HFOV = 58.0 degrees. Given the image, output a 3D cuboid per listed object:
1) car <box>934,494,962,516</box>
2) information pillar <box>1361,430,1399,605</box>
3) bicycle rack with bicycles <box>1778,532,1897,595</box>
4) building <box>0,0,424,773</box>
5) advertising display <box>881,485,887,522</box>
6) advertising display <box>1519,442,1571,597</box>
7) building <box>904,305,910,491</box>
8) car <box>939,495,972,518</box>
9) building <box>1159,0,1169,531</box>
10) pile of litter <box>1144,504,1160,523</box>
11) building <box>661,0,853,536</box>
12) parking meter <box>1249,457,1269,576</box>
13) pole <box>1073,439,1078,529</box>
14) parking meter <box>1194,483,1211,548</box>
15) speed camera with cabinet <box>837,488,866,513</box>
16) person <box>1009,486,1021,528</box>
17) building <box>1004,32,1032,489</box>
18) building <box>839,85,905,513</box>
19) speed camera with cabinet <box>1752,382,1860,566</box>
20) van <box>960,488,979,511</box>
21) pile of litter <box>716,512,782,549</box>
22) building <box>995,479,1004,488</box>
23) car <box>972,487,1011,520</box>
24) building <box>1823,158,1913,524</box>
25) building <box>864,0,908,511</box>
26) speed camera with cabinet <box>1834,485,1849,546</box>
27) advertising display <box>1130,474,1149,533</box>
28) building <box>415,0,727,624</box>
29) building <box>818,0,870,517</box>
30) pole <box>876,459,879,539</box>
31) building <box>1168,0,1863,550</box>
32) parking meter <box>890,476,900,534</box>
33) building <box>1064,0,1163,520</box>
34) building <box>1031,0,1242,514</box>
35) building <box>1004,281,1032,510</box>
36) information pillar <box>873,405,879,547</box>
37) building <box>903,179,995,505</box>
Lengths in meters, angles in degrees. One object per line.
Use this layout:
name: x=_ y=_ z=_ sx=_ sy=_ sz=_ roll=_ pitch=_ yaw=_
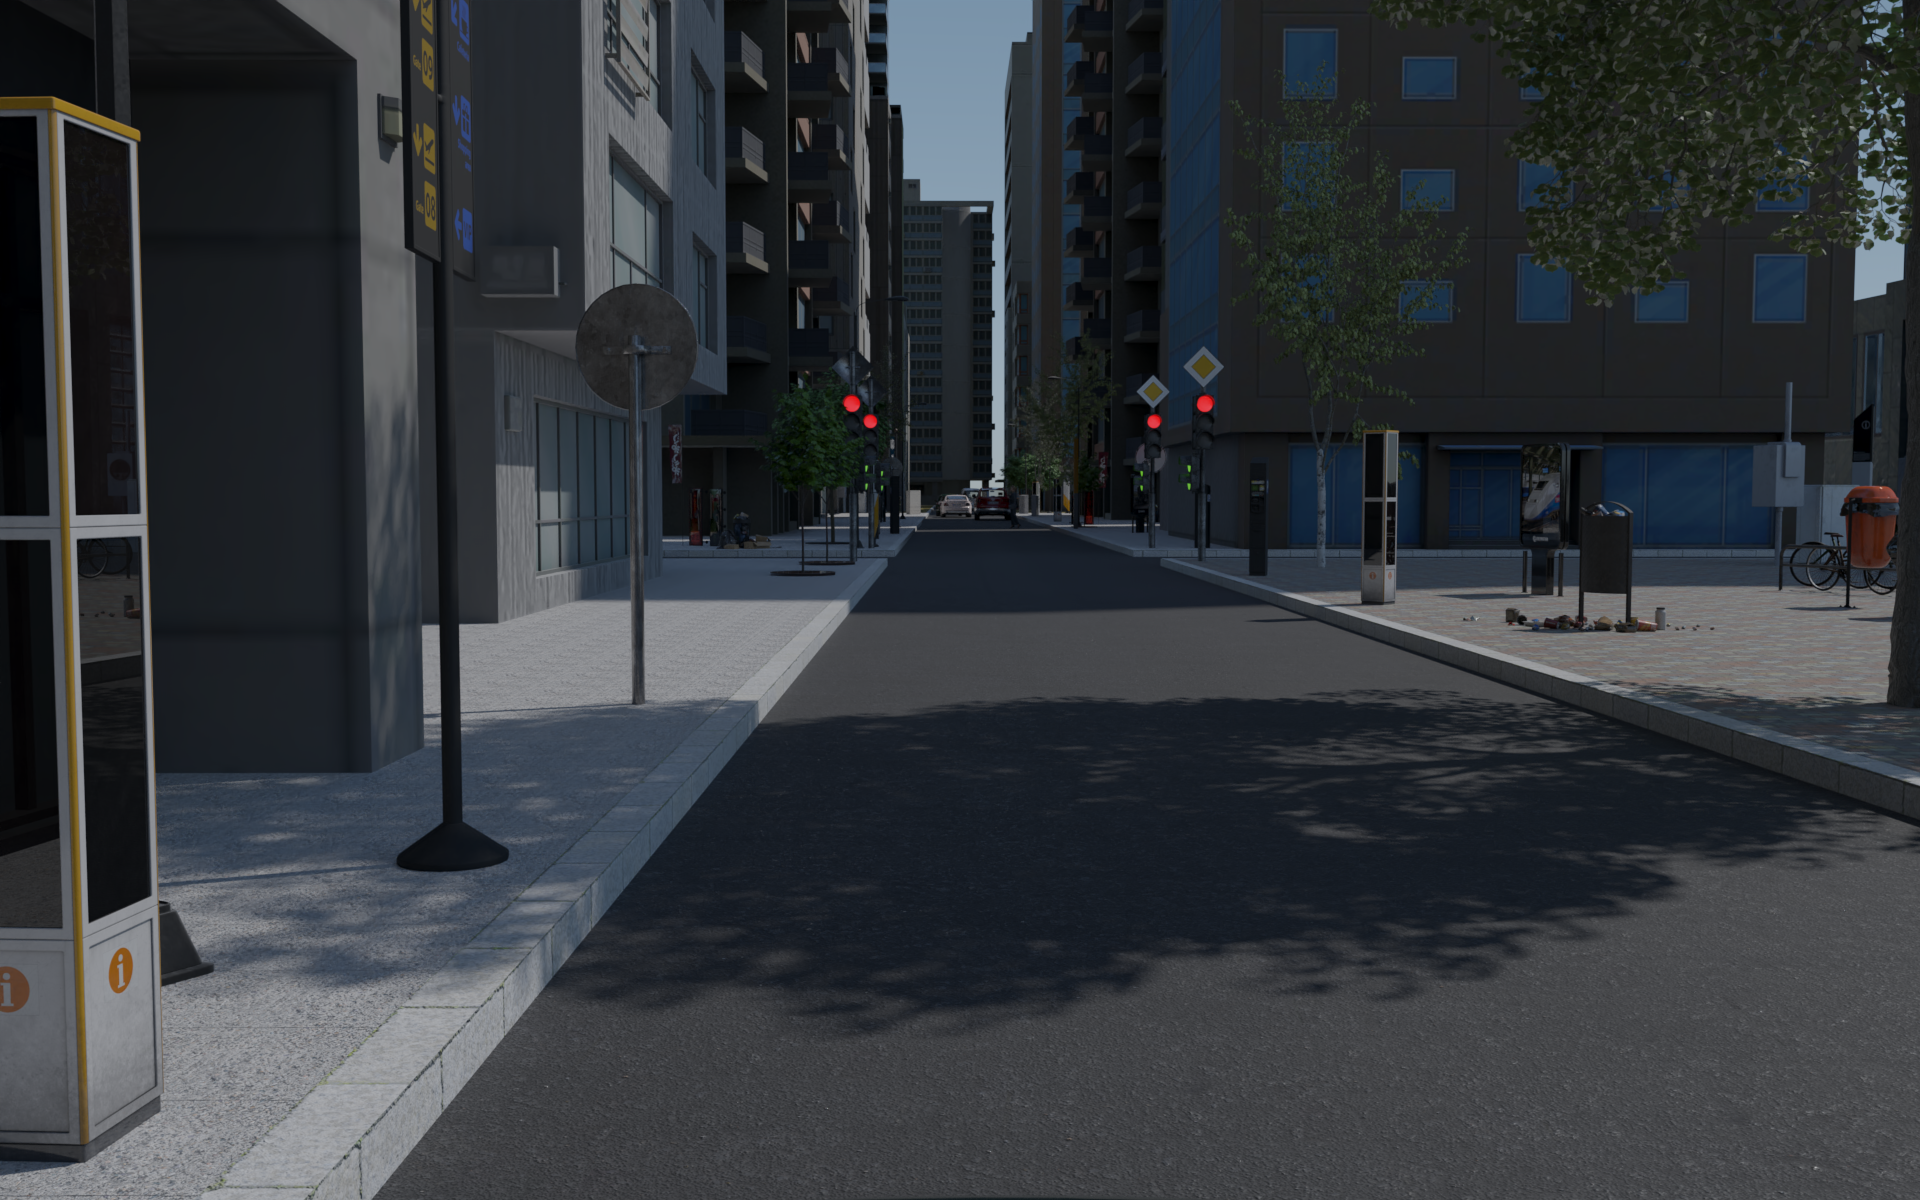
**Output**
car: x=-0.696 y=-6.344 z=113.505 sx=2.009 sy=1.686 sz=4.222 roll=0 pitch=4 yaw=0
information pillar: x=4.874 y=-0.956 z=20.123 sx=0.304 sy=2.012 sz=0.304 roll=3 pitch=5 yaw=41
bicycle rack with bicycles: x=12.131 y=-0.575 z=22.789 sx=2.852 sy=0.926 sz=2.925 roll=-2 pitch=4 yaw=-25
building: x=-12.875 y=-34.479 z=1.990 sx=20.563 sy=71.187 sz=20.611 roll=0 pitch=4 yaw=0
advertising display: x=-3.506 y=-4.553 z=79.649 sx=0.123 sy=1.923 sz=0.974 roll=-1 pitch=4 yaw=-11
advertising display: x=7.431 y=-1.029 z=22.045 sx=0.123 sy=1.923 sz=0.974 roll=-1 pitch=4 yaw=-12
building: x=-19.919 y=-20.348 z=177.722 sx=28.899 sy=21.520 sz=27.650 roll=0 pitch=4 yaw=0
car: x=-0.255 y=-5.790 z=107.033 sx=2.083 sy=1.381 sz=4.827 roll=0 pitch=4 yaw=-2
building: x=14.180 y=-17.845 z=63.470 sx=14.160 sy=30.474 sz=14.107 roll=0 pitch=4 yaw=0
pile of litter: x=8.791 y=-3.924 z=78.127 sx=1.719 sy=0.858 sz=1.176 roll=2 pitch=4 yaw=35
building: x=-15.496 y=-25.047 z=64.148 sx=22.147 sy=44.769 sz=28.867 roll=0 pitch=4 yaw=0
parking meter: x=4.697 y=-1.315 z=27.213 sx=0.255 sy=1.863 sz=0.399 roll=1 pitch=4 yaw=17
pole: x=4.262 y=-4.275 z=63.734 sx=0.158 sy=3.312 sz=0.155 roll=0 pitch=3 yaw=0
parking meter: x=5.754 y=-1.999 z=41.092 sx=0.372 sy=1.533 sz=0.369 roll=0 pitch=3 yaw=0
speed camera with cabinet: x=-7.336 y=-7.450 z=116.143 sx=2.038 sy=3.252 sz=0.660 roll=1 pitch=4 yaw=10
person: x=2.283 y=-3.885 z=72.445 sx=0.534 sy=1.772 sz=0.576 roll=0 pitch=4 yaw=-4
building: x=15.590 y=-33.994 z=179.505 sx=21.300 sy=48.544 sz=21.600 roll=0 pitch=4 yaw=0
building: x=-11.162 y=-21.481 z=122.908 sx=14.160 sy=30.474 sz=14.107 roll=0 pitch=4 yaw=0
speed camera with cabinet: x=15.262 y=-2.255 z=31.203 sx=2.038 sy=3.252 sz=0.660 roll=-1 pitch=4 yaw=-21
van: x=0.730 y=-7.197 z=124.683 sx=2.013 sy=2.044 sz=4.112 roll=0 pitch=4 yaw=-2
pile of litter: x=-4.972 y=-1.641 z=40.802 sx=1.719 sy=0.858 sz=1.176 roll=-2 pitch=4 yaw=-24
building: x=18.799 y=-34.026 z=210.941 sx=28.867 sy=44.769 sz=22.147 roll=0 pitch=4 yaw=0
car: x=1.800 y=-5.353 z=96.199 sx=2.281 sy=1.827 sz=5.304 roll=0 pitch=4 yaw=0
building: x=43.767 y=-45.032 z=48.945 sx=31.000 sy=86.520 sz=22.319 roll=0 pitch=4 yaw=0
building: x=-15.473 y=-50.834 z=143.814 sx=22.319 sy=86.520 sz=31.000 roll=0 pitch=4 yaw=0
speed camera with cabinet: x=22.431 y=-2.908 z=41.878 sx=2.038 sy=3.252 sz=0.660 roll=0 pitch=4 yaw=4
advertising display: x=5.965 y=-3.187 z=57.315 sx=0.123 sy=1.923 sz=0.974 roll=3 pitch=5 yaw=40
building: x=-10.603 y=-20.737 z=22.646 sx=14.086 sy=41.232 sz=14.154 roll=0 pitch=4 yaw=0
building: x=-19.123 y=-31.239 z=99.990 sx=28.713 sy=52.752 sz=27.495 roll=0 pitch=4 yaw=0
pole: x=-2.414 y=-3.384 z=49.177 sx=0.158 sy=3.312 sz=0.155 roll=0 pitch=3 yaw=0
building: x=13.207 y=-24.166 z=45.230 sx=14.200 sy=45.320 sz=14.600 roll=0 pitch=4 yaw=0
parking meter: x=-2.110 y=-3.070 z=55.902 sx=0.255 sy=1.863 sz=0.399 roll=-1 pitch=4 yaw=-14
building: x=17.010 y=-26.781 z=92.490 sx=22.147 sy=44.769 sz=28.867 roll=0 pitch=4 yaw=0
building: x=12.746 y=-29.506 z=132.537 sx=14.600 sy=45.320 sz=14.200 roll=0 pitch=4 yaw=0
building: x=18.294 y=-18.967 z=155.148 sx=27.650 sy=21.520 sz=28.899 roll=0 pitch=4 yaw=0
information pillar: x=-2.079 y=-3.094 z=41.946 sx=0.183 sy=3.616 sz=0.504 roll=1 pitch=4 yaw=11
building: x=-7.674 y=-32.069 z=216.210 sx=23.993 sy=40.220 sz=32.217 roll=0 pitch=4 yaw=0
